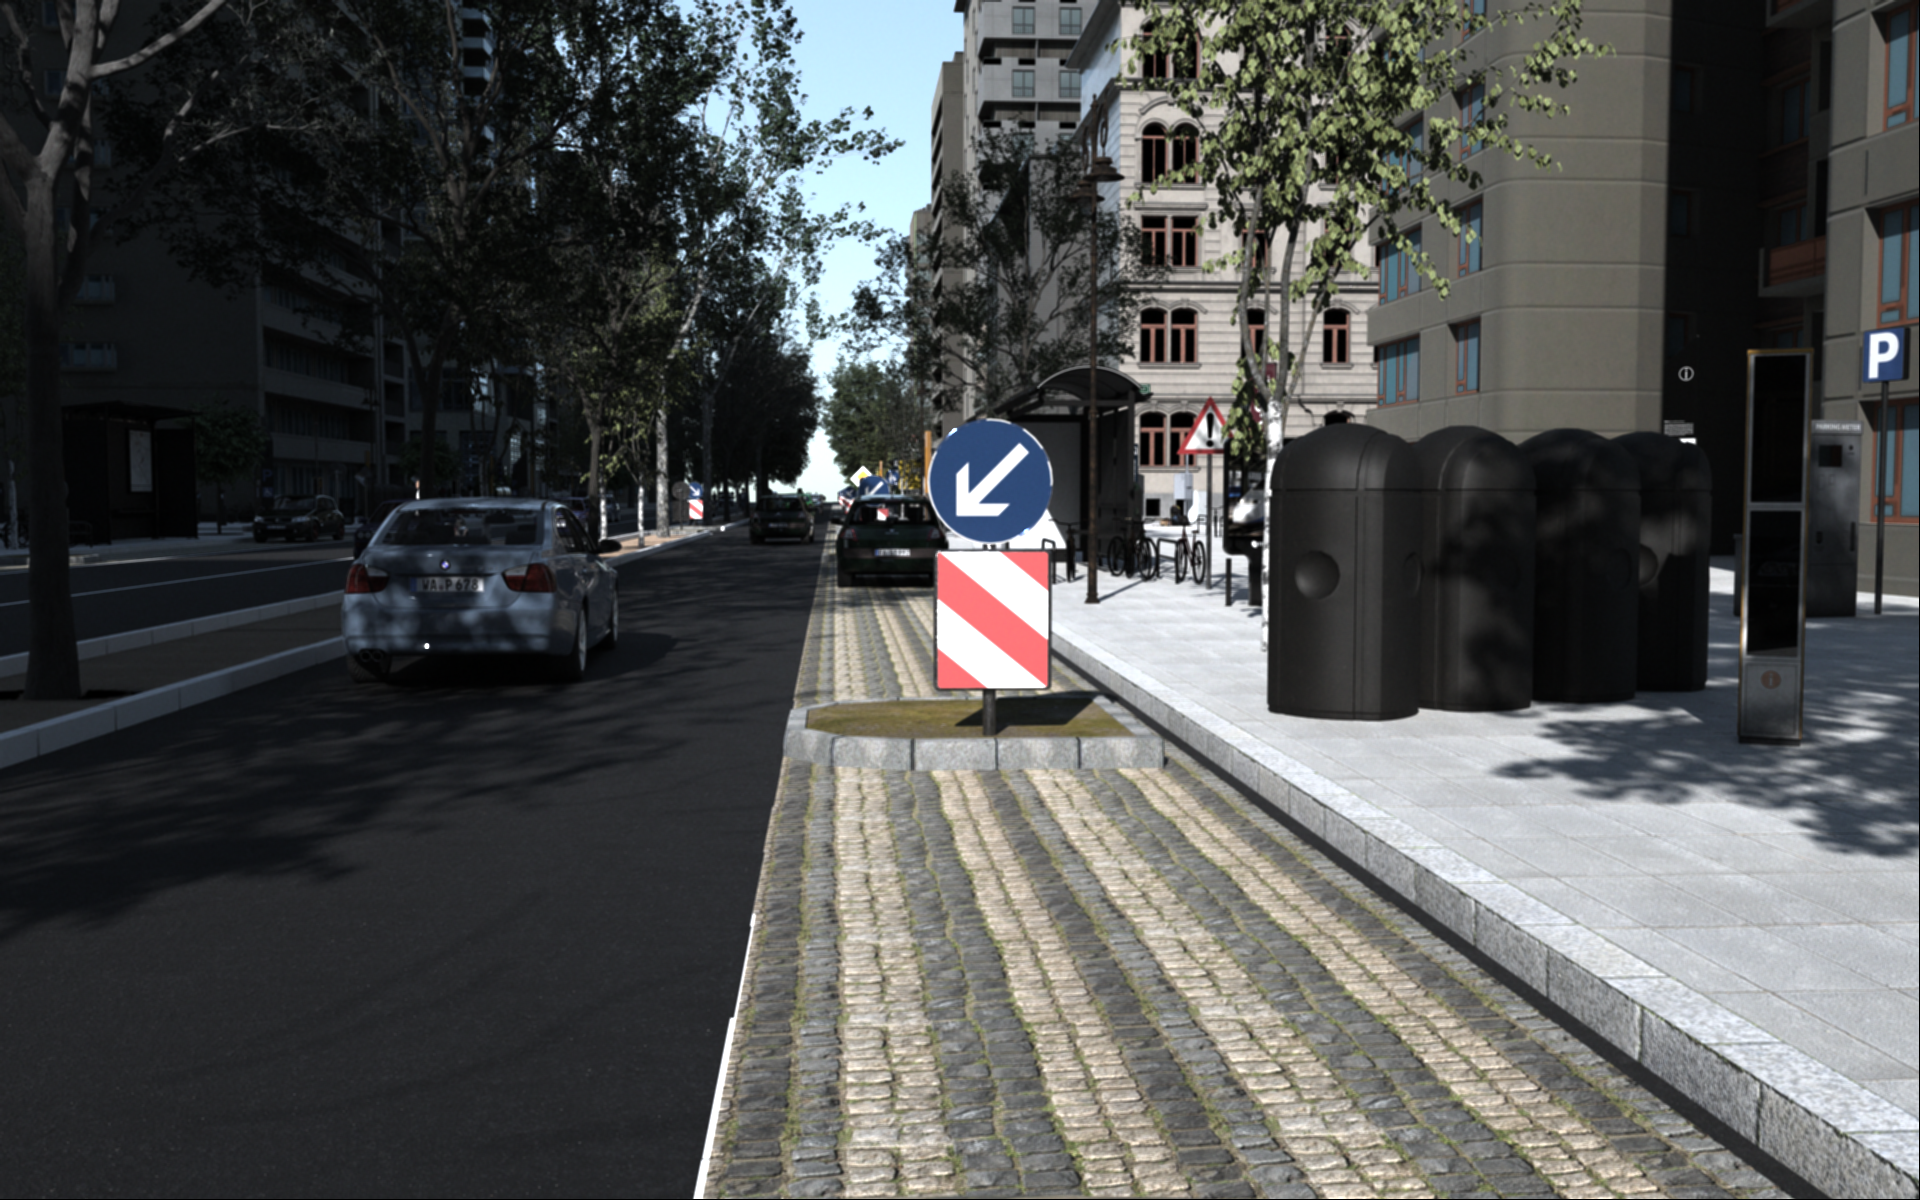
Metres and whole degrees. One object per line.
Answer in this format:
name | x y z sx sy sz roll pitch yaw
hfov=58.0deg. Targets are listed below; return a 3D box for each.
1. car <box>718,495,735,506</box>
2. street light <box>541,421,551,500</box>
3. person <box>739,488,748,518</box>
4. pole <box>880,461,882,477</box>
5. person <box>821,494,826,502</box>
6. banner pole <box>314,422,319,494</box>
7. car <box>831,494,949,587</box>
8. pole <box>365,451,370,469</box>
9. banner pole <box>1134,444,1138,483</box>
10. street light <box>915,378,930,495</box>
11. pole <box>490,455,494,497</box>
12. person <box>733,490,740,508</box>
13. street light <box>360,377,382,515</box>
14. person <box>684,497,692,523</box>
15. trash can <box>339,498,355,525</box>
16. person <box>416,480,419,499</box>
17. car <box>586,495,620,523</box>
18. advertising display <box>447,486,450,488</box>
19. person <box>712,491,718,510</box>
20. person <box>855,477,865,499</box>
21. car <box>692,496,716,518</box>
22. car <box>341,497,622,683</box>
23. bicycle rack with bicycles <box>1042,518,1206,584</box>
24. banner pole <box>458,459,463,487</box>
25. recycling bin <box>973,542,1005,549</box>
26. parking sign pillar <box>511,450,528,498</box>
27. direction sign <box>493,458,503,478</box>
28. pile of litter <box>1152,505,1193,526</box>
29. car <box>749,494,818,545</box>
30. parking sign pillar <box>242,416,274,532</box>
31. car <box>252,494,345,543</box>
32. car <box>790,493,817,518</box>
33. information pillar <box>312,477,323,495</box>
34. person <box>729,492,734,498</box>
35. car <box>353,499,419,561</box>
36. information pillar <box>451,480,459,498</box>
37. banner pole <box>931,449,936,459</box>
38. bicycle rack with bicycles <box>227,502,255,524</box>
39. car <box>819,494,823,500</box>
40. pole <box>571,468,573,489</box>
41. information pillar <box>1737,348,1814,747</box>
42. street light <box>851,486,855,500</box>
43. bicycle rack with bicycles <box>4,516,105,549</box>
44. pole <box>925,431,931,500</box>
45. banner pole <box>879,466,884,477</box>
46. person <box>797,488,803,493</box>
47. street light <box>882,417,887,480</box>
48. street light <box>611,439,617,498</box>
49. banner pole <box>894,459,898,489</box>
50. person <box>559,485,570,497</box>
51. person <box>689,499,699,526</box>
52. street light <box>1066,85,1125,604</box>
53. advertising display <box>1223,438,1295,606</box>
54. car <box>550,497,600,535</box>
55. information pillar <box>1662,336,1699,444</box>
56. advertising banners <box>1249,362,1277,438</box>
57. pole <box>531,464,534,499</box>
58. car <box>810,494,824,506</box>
car | -27.430 -11.668 203.355 1.945 1.354 3.894 0 4 -5
street light | -26.277 -8.393 110.013 0.468 5.910 1.993 0 4 -4
person | -12.864 -5.785 103.112 0.581 1.822 0.654 2 4 30
pole | -4.847 -6.881 106.345 0.158 3.312 0.155 0 3 0
person | -19.935 -14.707 252.147 0.799 1.438 0.628 0 4 -4
banner pole | -22.351 -4.295 60.239 0.401 3.779 0.863 -1 4 -23
car | -1.091 -1.105 27.849 2.009 1.686 4.222 0 4 -2
pole | -27.967 -5.381 81.825 0.158 3.312 0.155 0 3 0
banner pole | 7.450 -5.258 75.979 0.863 3.779 0.401 2 4 34
street light | -1.339 -5.404 61.139 0.468 5.910 1.993 0 4 -4
pole | -24.652 -5.955 91.211 0.158 3.312 0.155 0 3 0
person | -23.177 -10.540 180.968 0.705 1.807 1.348 3 4 36
street light | -23.328 -5.867 68.716 0.468 5.910 1.993 0 4 -4
person | -13.172 -4.598 84.033 0.694 1.780 0.624 2 4 32
trash can | -25.471 -3.685 71.903 0.748 1.137 0.748 0 3 0
person | -14.929 -2.423 48.218 0.850 1.850 0.679 0 4 5
car | -18.174 -4.600 87.210 2.014 1.417 4.499 0 4 -5
advertising display | -39.604 -7.882 134.076 0.123 1.923 0.974 -1 4 -9
person | -21.767 -8.805 153.386 0.541 1.710 0.530 3 5 41
person | -2.127 -1.808 38.251 0.419 1.800 0.721 -1 4 -8
car | -15.336 -5.458 101.819 1.945 1.354 3.894 0 4 -2
car | -3.892 -0.152 14.494 2.014 1.417 4.499 0 4 -6
bicycle rack with bicycles | 2.310 -0.754 25.717 2.852 0.926 2.925 0 4 -1
banner pole | -35.957 -8.234 124.645 0.863 3.779 0.401 3 5 43
recycling bin | 0.748 -1.652 39.566 0.722 1.027 0.722 2 4 24
parking sign pillar | -26.846 -7.162 105.572 1.447 3.967 1.447 1 4 14
direction sign | -29.175 -7.163 109.114 0.876 3.537 0.379 1 4 23
pile of litter | 8.554 -3.416 69.824 1.719 0.858 1.176 0 3 0
car | -5.169 -2.490 50.505 2.009 1.686 4.222 0 4 -2
parking sign pillar | -23.915 -4.342 59.472 1.447 3.967 1.447 -2 4 -33
car | -19.845 -2.583 52.018 2.009 1.686 4.222 0 4 -3
car | -7.988 -4.668 85.112 1.959 1.807 4.718 0 4 -4
information pillar | -28.264 -4.389 76.244 0.304 2.012 0.304 1 4 13
person | -34.109 -15.134 255.943 1.348 1.824 0.705 1 4 18
car | -11.247 -1.408 35.602 1.945 1.354 3.894 0 4 -6
information pillar | -26.609 -5.311 91.320 0.304 2.012 0.304 0 4 5
banner pole | -1.064 -5.724 83.604 0.863 3.779 0.401 1 4 10
bicycle rack with bicycles | -31.018 -3.853 76.385 2.925 0.926 2.852 0 4 -3
car | -17.196 -12.047 207.188 2.015 1.641 3.980 0 4 -5
pole | -30.775 -8.784 137.469 0.158 3.312 0.155 0 3 0
information pillar | 4.197 -0.271 8.920 0.304 2.012 0.304 2 4 25
street light | -18.994 -20.218 303.345 0.468 5.910 1.993 0 4 -4
bicycle rack with bicycles | -22.135 -1.729 41.658 2.925 0.926 2.852 -2 4 -29
pole | -1.037 -3.810 56.135 0.158 3.312 0.155 0 3 0
banner pole | -6.062 -9.029 137.641 0.863 3.779 0.401 -2 4 -34
person | -10.611 -6.504 114.823 0.580 1.828 0.573 3 4 39
street light | -4.387 -7.948 102.732 0.468 5.910 1.993 0 4 -4
street light | -28.875 -10.503 144.508 0.468 5.910 1.993 0 4 -4
banner pole | -3.757 -7.186 107.513 0.863 3.779 0.401 -2 4 -27
person | -18.575 -4.470 81.435 0.661 1.843 0.795 -3 5 -42
person | -11.463 -3.799 74.881 0.640 1.303 0.475 1 4 18
street light | 1.555 -2.899 20.182 0.468 5.910 1.993 0 4 -4
advertising display | 3.503 -0.895 19.851 0.974 1.923 0.123 0 4 -6
car | -13.312 -2.823 58.743 1.945 1.354 3.894 0 4 -2
information pillar | 10.748 -2.111 25.865 0.504 3.616 0.183 3 4 37
advertising banners | 4.499 -1.616 22.615 0.090 3.025 2.074 -3 4 -36
pole | -28.864 -7.525 116.878 0.158 3.312 0.155 0 3 0
car | -15.289 -10.381 181.738 2.014 1.417 4.499 0 4 -3
